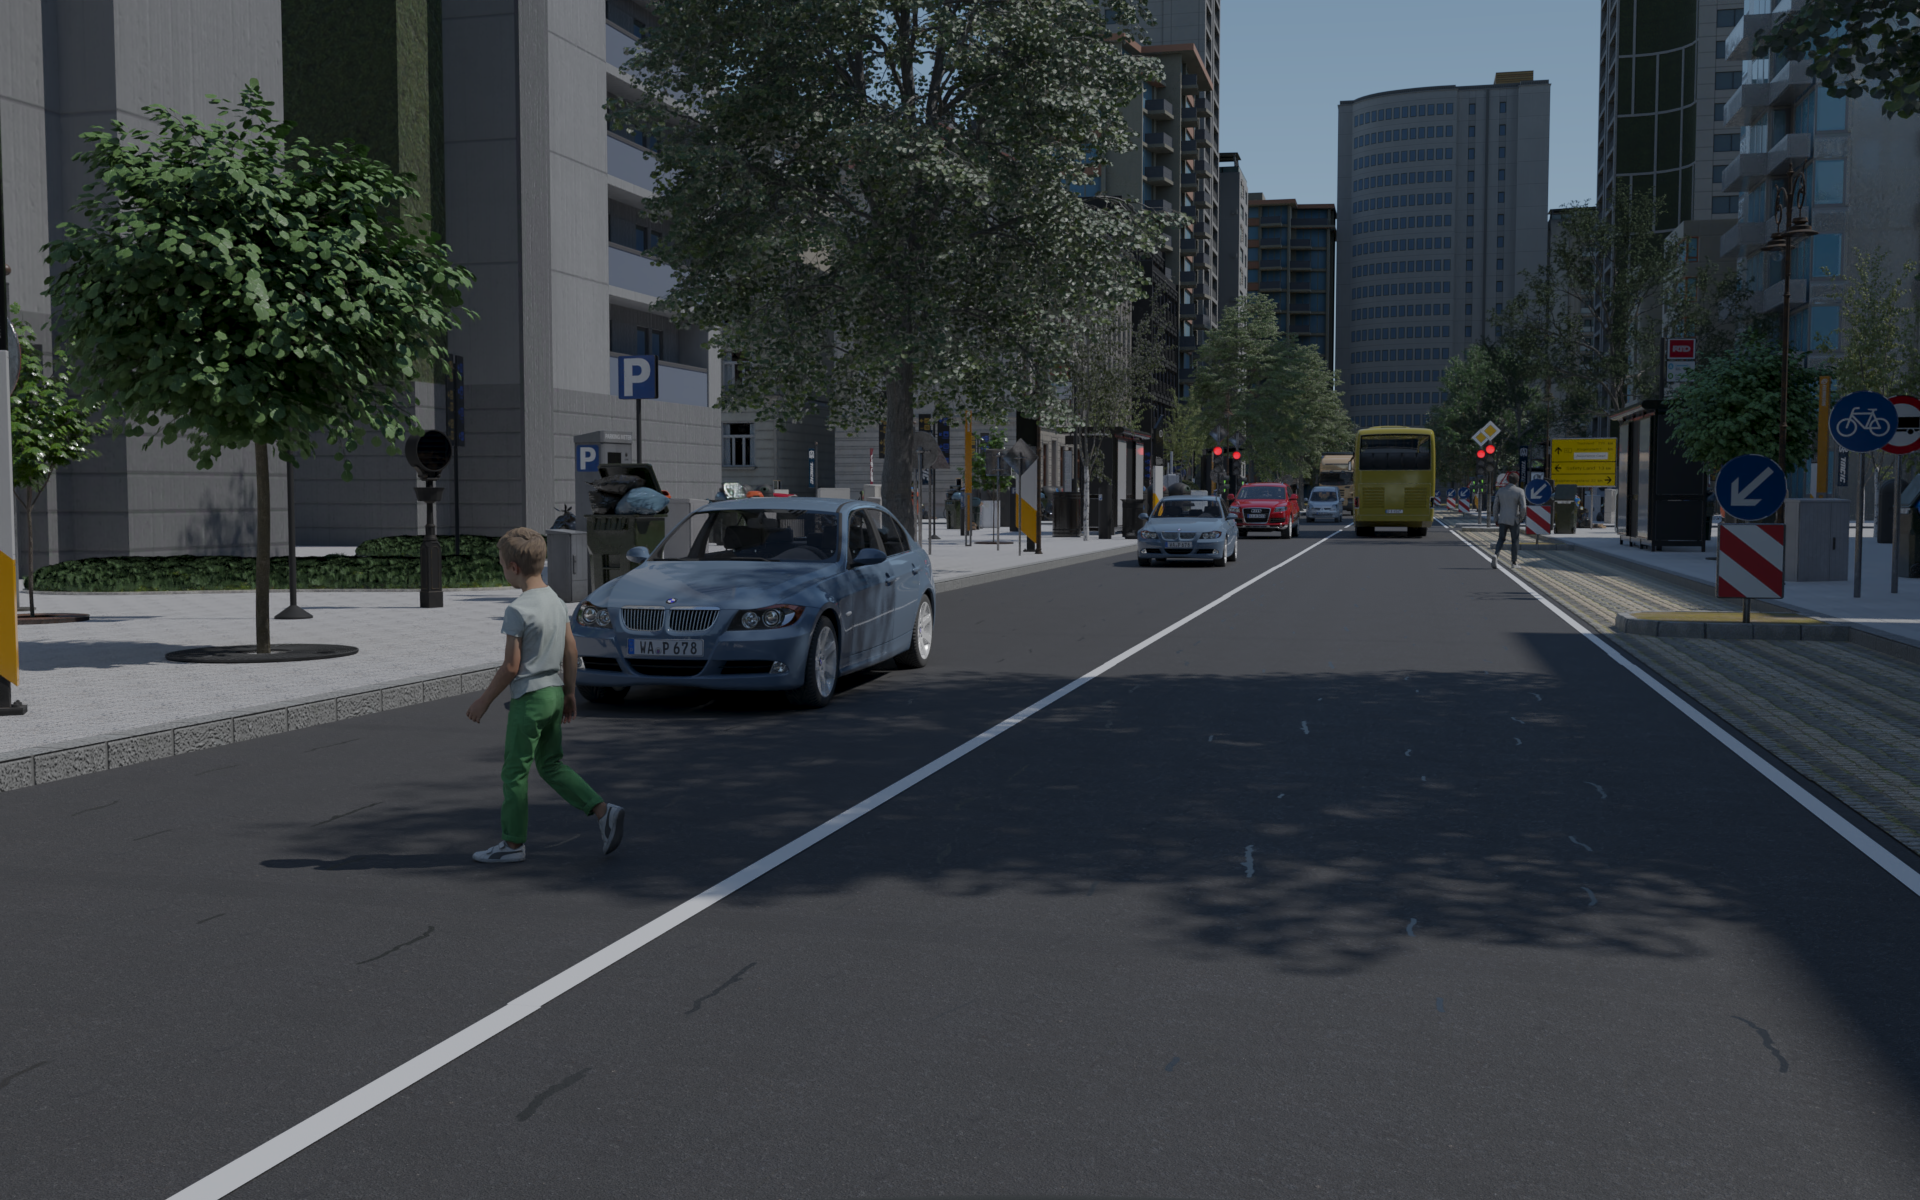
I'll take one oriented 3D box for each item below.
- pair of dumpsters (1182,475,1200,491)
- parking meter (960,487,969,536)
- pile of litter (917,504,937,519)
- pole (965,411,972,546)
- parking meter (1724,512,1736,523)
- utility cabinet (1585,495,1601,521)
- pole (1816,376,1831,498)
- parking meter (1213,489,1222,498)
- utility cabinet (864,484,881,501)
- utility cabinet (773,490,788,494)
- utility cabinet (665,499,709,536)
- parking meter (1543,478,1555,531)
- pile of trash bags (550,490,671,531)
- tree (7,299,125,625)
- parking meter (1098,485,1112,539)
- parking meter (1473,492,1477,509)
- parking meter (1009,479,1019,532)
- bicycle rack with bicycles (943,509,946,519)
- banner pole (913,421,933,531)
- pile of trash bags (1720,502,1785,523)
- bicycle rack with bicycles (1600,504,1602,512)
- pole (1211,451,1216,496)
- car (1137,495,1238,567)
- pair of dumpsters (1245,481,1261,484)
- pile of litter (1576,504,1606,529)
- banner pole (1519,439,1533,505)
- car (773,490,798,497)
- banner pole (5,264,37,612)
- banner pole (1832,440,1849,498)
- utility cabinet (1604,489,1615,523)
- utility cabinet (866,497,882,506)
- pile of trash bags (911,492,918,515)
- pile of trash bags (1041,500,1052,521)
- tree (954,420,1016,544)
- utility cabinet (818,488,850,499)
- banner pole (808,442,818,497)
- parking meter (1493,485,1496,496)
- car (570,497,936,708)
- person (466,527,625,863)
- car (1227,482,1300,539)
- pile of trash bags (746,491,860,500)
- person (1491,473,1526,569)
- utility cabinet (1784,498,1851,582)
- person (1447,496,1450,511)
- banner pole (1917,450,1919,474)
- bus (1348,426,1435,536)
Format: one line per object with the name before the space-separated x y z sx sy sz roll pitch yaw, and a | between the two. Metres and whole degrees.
pair of dumpsters | 11.016 -5.141 86.546 1.574 2.255 4.437 1 4 14
parking meter | 0.194 -2.744 53.268 0.372 1.533 0.369 0 3 0
pile of litter | -1.948 -4.513 87.750 1.719 0.858 1.176 2 4 33
pole | 0.201 -2.967 42.360 0.158 3.312 0.155 0 3 0
parking meter | 26.278 -3.097 59.047 0.372 1.533 0.369 0 3 0
utility cabinet | 30.113 -4.389 82.922 1.020 1.237 0.306 0 4 8
pole | 14.964 -2.214 30.044 0.158 3.312 0.155 0 3 0
parking meter | 11.675 -4.290 78.545 0.372 1.533 0.369 0 3 0
utility cabinet | -1.799 -1.911 39.928 0.318 1.500 1.173 2 4 25
utility cabinet | -9.085 -4.789 86.976 0.318 1.500 1.173 2 4 30
utility cabinet | -3.817 -0.795 24.152 0.306 1.237 1.020 -2 4 -30
parking meter | 20.765 -3.385 61.061 0.399 1.863 0.255 2 4 26
pile of trash bags | -7.767 -1.825 39.598 1.912 1.369 3.447 2 4 28
tree | -9.488 -1.392 17.357 1.663 3.219 1.824 0 3 0
parking meter | 4.140 -2.507 49.400 0.372 1.533 0.369 0 3 0
parking meter | 43.049 -8.348 144.900 0.372 1.533 0.369 0 3 0
parking meter | 1.897 -3.264 59.073 0.399 1.863 0.255 1 4 10
bicycle rack with bicycles | 0.805 -4.485 86.712 2.852 0.926 2.925 -2 4 -27
banner pole | -1.332 -4.246 59.435 0.863 3.779 0.401 0 4 -2
pile of trash bags | 28.500 -3.127 60.882 3.447 1.369 1.912 1 4 13
bicycle rack with bicycles | 33.442 -4.682 89.939 2.925 0.926 2.852 1 4 16
pole | 12.096 -5.426 82.550 0.158 3.312 0.155 0 3 0
car | 4.748 -1.452 35.743 2.014 1.417 4.499 1 4 13
pair of dumpsters | 20.890 -7.389 123.302 1.574 2.255 4.437 1 4 14
pile of litter | 23.566 -3.120 64.976 1.176 0.858 1.719 0 4 6
banner pole | 25.819 -5.441 78.978 0.863 3.779 0.401 -1 4 -20
car | -9.147 -4.276 78.946 4.494 1.783 2.155 1 4 13
banner pole | -10.518 -1.781 19.131 0.401 3.779 0.863 -2 4 -35
banner pole | 35.998 -4.948 70.919 0.863 3.779 0.401 0 4 -7
utility cabinet | 28.362 -4.086 75.481 0.318 1.500 1.173 2 4 30
utility cabinet | -1.575 -1.426 34.470 0.306 1.237 1.020 1 4 13
pile of trash bags | -2.940 -3.661 69.612 3.447 1.369 1.912 3 4 36
pile of trash bags | 2.907 -4.410 81.852 3.447 1.369 1.912 -2 4 -28
tree | 0.885 -3.063 44.676 1.663 3.219 1.824 0 3 0
utility cabinet | -4.714 -3.422 64.630 1.173 1.500 0.318 -2 4 -24
banner pole | -7.060 -5.723 83.591 0.401 3.779 0.863 2 4 31
parking meter | 34.120 -6.433 110.893 0.255 1.863 0.399 2 4 28
car | -1.400 -0.076 13.247 2.014 1.417 4.499 1 4 13
person | -1.611 0.368 6.739 0.590 1.304 0.306 0 4 0
car | 10.020 -2.957 57.027 2.281 1.827 5.304 1 4 15
pile of trash bags | -4.956 -2.656 53.176 3.447 1.369 1.912 -2 4 -25
person | 10.497 -1.516 33.139 0.661 1.843 0.795 3 5 41
utility cabinet | 12.650 -0.881 25.566 1.020 1.237 0.306 -1 4 -22
person | 41.916 -8.540 148.816 0.721 1.739 1.217 1 4 11
banner pole | 39.901 -5.011 71.949 0.863 3.779 0.401 -2 4 -32
bus | 15.322 -4.293 61.739 2.896 3.916 12.252 1 4 12
